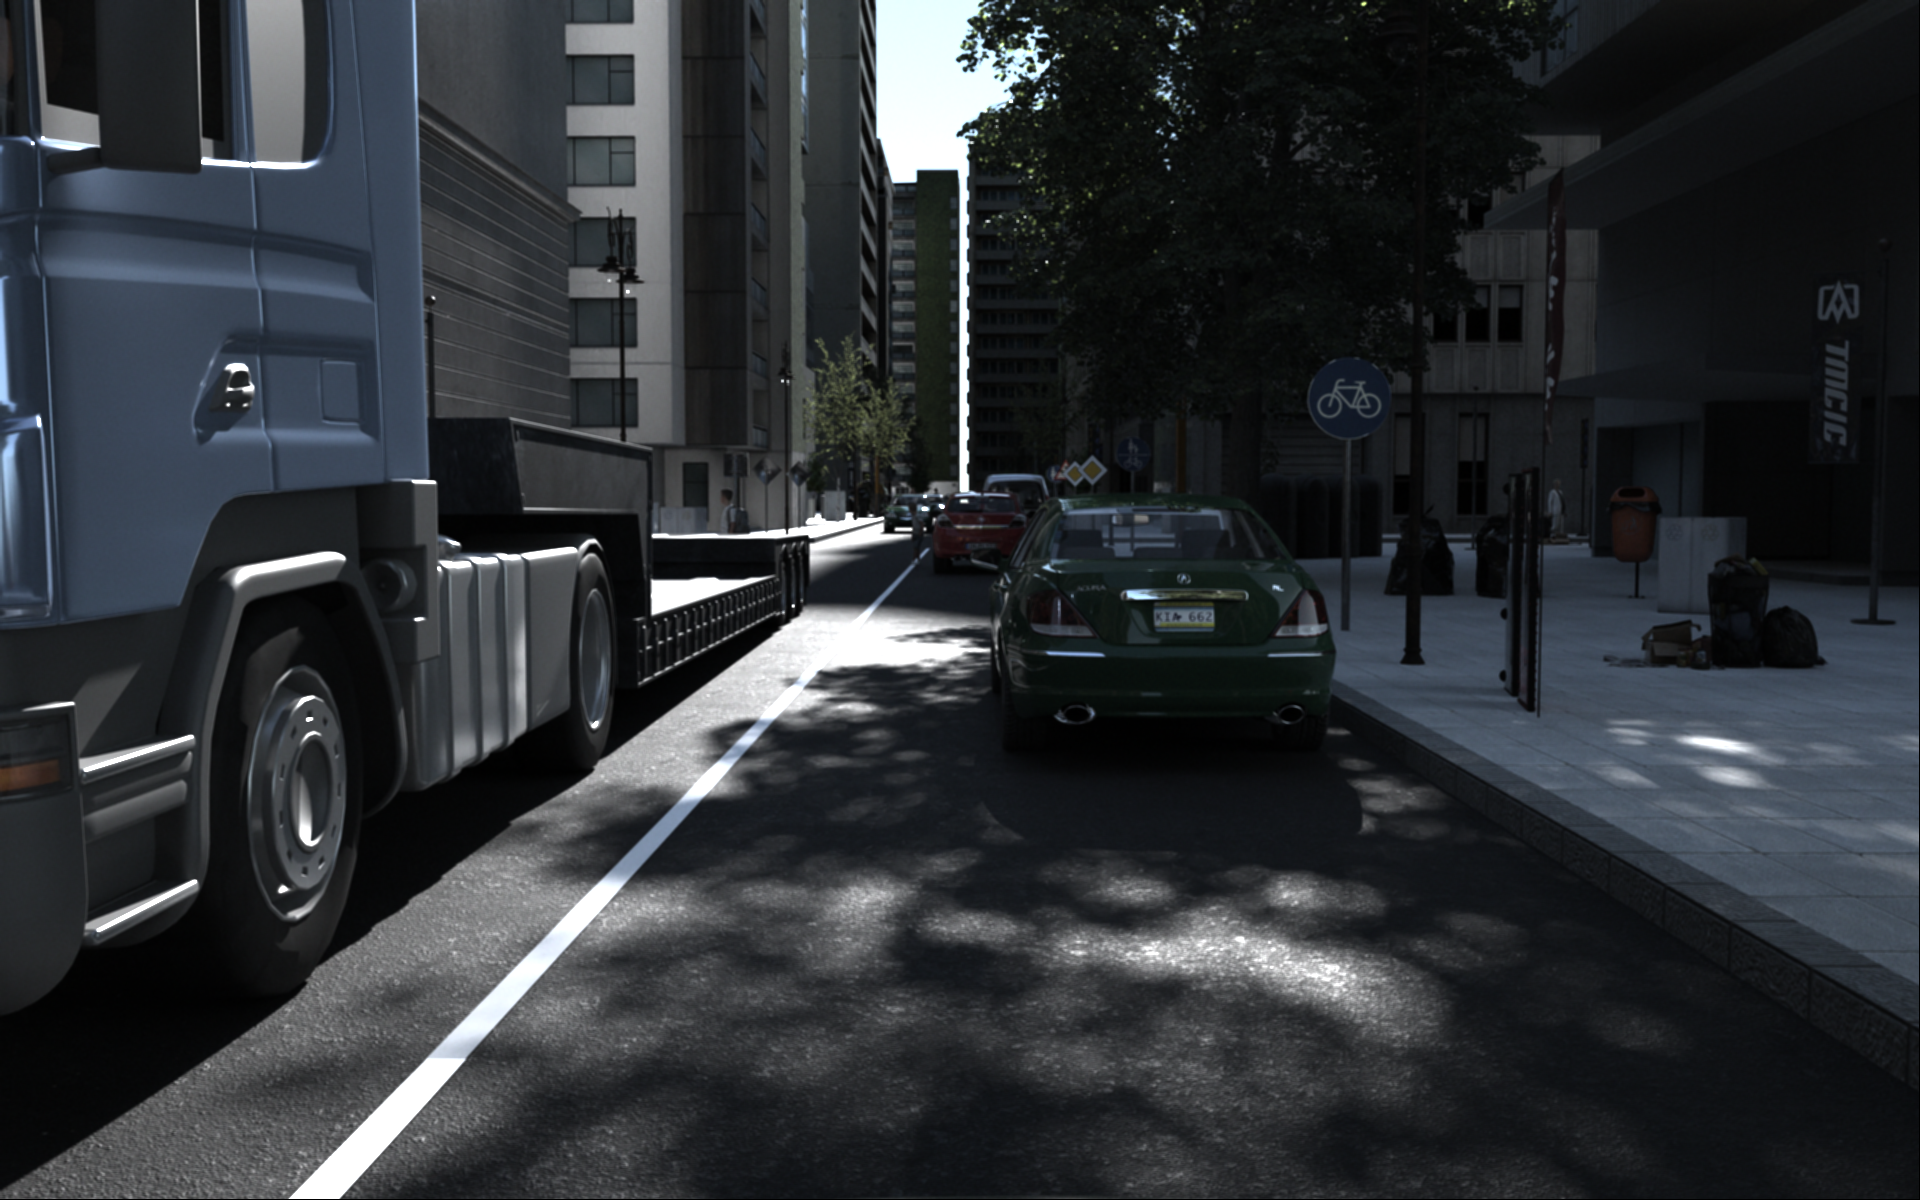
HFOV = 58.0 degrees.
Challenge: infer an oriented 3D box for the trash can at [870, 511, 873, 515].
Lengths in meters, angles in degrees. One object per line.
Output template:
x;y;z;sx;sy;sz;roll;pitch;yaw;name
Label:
-5.676;-5.929;108.590;0.748;1.137;0.748;0;3;0;trash can

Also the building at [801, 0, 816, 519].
-18.799;-47.837;94.814;22.319;86.520;31.000;0;4;1;building

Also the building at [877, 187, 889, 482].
-13.779;-23.520;156.250;14.160;30.474;14.107;0;4;1;building

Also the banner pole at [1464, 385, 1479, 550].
11.899;-3.064;40.106;0.401;3.779;0.863;1;4;12;banner pole

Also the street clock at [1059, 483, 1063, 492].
6.423;-6.405;109.291;0.358;2.002;0.471;-2;4;-25;street clock

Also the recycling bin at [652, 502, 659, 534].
-9.477;-2.415;52.045;0.722;1.027;0.722;0;4;2;recycling bin

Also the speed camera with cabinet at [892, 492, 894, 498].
-5.859;-8.136;127.352;2.038;3.252;0.660;0;4;1;speed camera with cabinet

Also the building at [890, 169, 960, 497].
-6.962;-32.852;220.720;14.086;41.232;14.154;0;4;1;building

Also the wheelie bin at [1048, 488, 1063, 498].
5.159;-5.225;93.342;0.693;1.594;0.980;-3;4;-38;wheelie bin

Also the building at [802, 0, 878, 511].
-17.835;-31.426;137.514;21.300;48.544;21.600;0;4;1;building

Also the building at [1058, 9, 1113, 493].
14.964;-27.942;140.444;14.154;41.232;14.086;0;4;1;building

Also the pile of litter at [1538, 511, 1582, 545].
14.932;-1.831;43.903;1.719;0.858;1.176;1;4;12;pile of litter

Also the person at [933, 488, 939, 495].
-1.397;-6.023;107.319;0.599;1.781;0.374;1;4;18;person

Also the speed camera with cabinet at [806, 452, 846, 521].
-6.489;-5.398;82.597;2.038;3.252;0.660;-1;4;-10;speed camera with cabinet

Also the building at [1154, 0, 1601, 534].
17.369;-14.819;60.316;19.932;24.808;12.078;0;4;1;building

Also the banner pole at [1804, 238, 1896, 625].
8.854;-1.661;17.177;0.863;3.779;0.401;2;4;33;banner pole

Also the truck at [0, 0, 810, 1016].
-3.071;-1.355;11.910;2.967;4.110;18.799;0;3;0;truck

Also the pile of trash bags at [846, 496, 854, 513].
-6.536;-6.620;117.995;1.912;1.369;3.447;-3;5;-43;pile of trash bags

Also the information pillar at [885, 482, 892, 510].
-4.212;-5.944;101.672;0.304;2.012;0.304;-2;4;-29;information pillar

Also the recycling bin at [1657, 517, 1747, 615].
8.034;-0.379;18.751;0.722;1.027;0.722;3;5;40;recycling bin

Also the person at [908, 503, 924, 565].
-0.877;-1.331;34.945;0.352;1.250;0.332;1;4;8;person

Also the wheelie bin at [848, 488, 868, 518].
-5.355;-5.228;93.389;0.980;1.594;0.693;-3;4;-38;wheelie bin

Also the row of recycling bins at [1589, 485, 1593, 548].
15.343;-1.999;39.802;1.069;1.692;3.534;0;4;2;row of recycling bins

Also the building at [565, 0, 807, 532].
-13.200;-23.068;60.764;14.154;41.232;14.086;0;4;1;building

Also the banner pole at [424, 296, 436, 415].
-6.825;-1.946;21.828;0.401;3.779;0.863;2;4;31;banner pole

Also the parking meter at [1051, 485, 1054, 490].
5.897;-6.288;108.524;0.399;1.863;0.255;-3;5;-42;parking meter

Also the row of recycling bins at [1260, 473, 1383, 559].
7.289;-1.702;34.945;3.534;1.692;1.069;-3;4;-39;row of recycling bins

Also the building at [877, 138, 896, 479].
-19.045;-30.117;184.297;23.993;40.220;32.217;0;4;1;building

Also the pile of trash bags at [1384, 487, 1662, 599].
7.061;-0.746;21.944;3.447;1.369;1.912;2;4;33;pile of trash bags

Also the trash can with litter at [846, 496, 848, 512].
-8.011;-6.365;115.452;1.055;1.170;0.624;2;4;33;trash can with litter

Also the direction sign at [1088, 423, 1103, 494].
4.278;-3.874;55.330;0.379;3.537;0.876;-1;4;-18;direction sign

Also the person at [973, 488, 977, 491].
0.673;-4.739;86.818;0.643;1.720;0.563;2;4;32;person

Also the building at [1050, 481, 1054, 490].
18.865;-43.948;156.801;20.563;71.187;20.611;0;4;1;building

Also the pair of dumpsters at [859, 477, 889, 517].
-4.836;-5.759;96.651;1.574;2.255;4.437;0;4;0;pair of dumpsters

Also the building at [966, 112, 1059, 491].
11.661;-36.666;223.183;21.600;48.544;21.300;0;4;1;building

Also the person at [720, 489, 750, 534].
-3.331;-0.855;25.079;0.503;1.515;0.523;3;5;43;person

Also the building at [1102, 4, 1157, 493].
14.562;-17.578;80.916;14.314;27.812;24.014;0;4;1;building

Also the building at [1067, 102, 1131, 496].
17.253;-18.681;109.956;19.350;26.468;34.151;0;4;1;building

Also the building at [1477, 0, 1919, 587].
23.847;-26.437;21.484;28.713;52.752;27.495;0;4;1;building

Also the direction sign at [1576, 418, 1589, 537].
18.840;-3.690;52.325;0.379;3.537;0.876;1;4;8;direction sign

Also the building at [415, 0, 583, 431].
-20.673;-11.763;34.132;24.055;21.916;13.314;0;4;1;building

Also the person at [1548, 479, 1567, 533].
16.280;-2.390;47.454;0.818;1.842;0.514;2;4;28;person

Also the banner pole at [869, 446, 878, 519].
-4.537;-6.076;89.357;0.401;3.779;0.863;1;4;17;banner pole

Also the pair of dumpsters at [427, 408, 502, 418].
-5.740;-0.965;18.269;1.574;2.255;4.437;0;4;1;pair of dumpsters

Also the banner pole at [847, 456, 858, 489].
-6.942;-7.535;113.206;0.863;3.779;0.401;0;4;7;banner pole

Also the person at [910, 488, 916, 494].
-3.011;-6.277;111.102;0.573;1.828;0.580;-3;5;-44;person

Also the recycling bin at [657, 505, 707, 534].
-5.305;-1.269;33.300;0.722;1.027;0.722;1;4;10;recycling bin

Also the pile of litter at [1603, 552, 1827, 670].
5.720;0.052;13.117;1.719;0.858;1.176;1;4;10;pile of litter

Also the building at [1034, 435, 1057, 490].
19.522;-53.221;182.837;22.319;86.520;31.000;0;4;1;building
